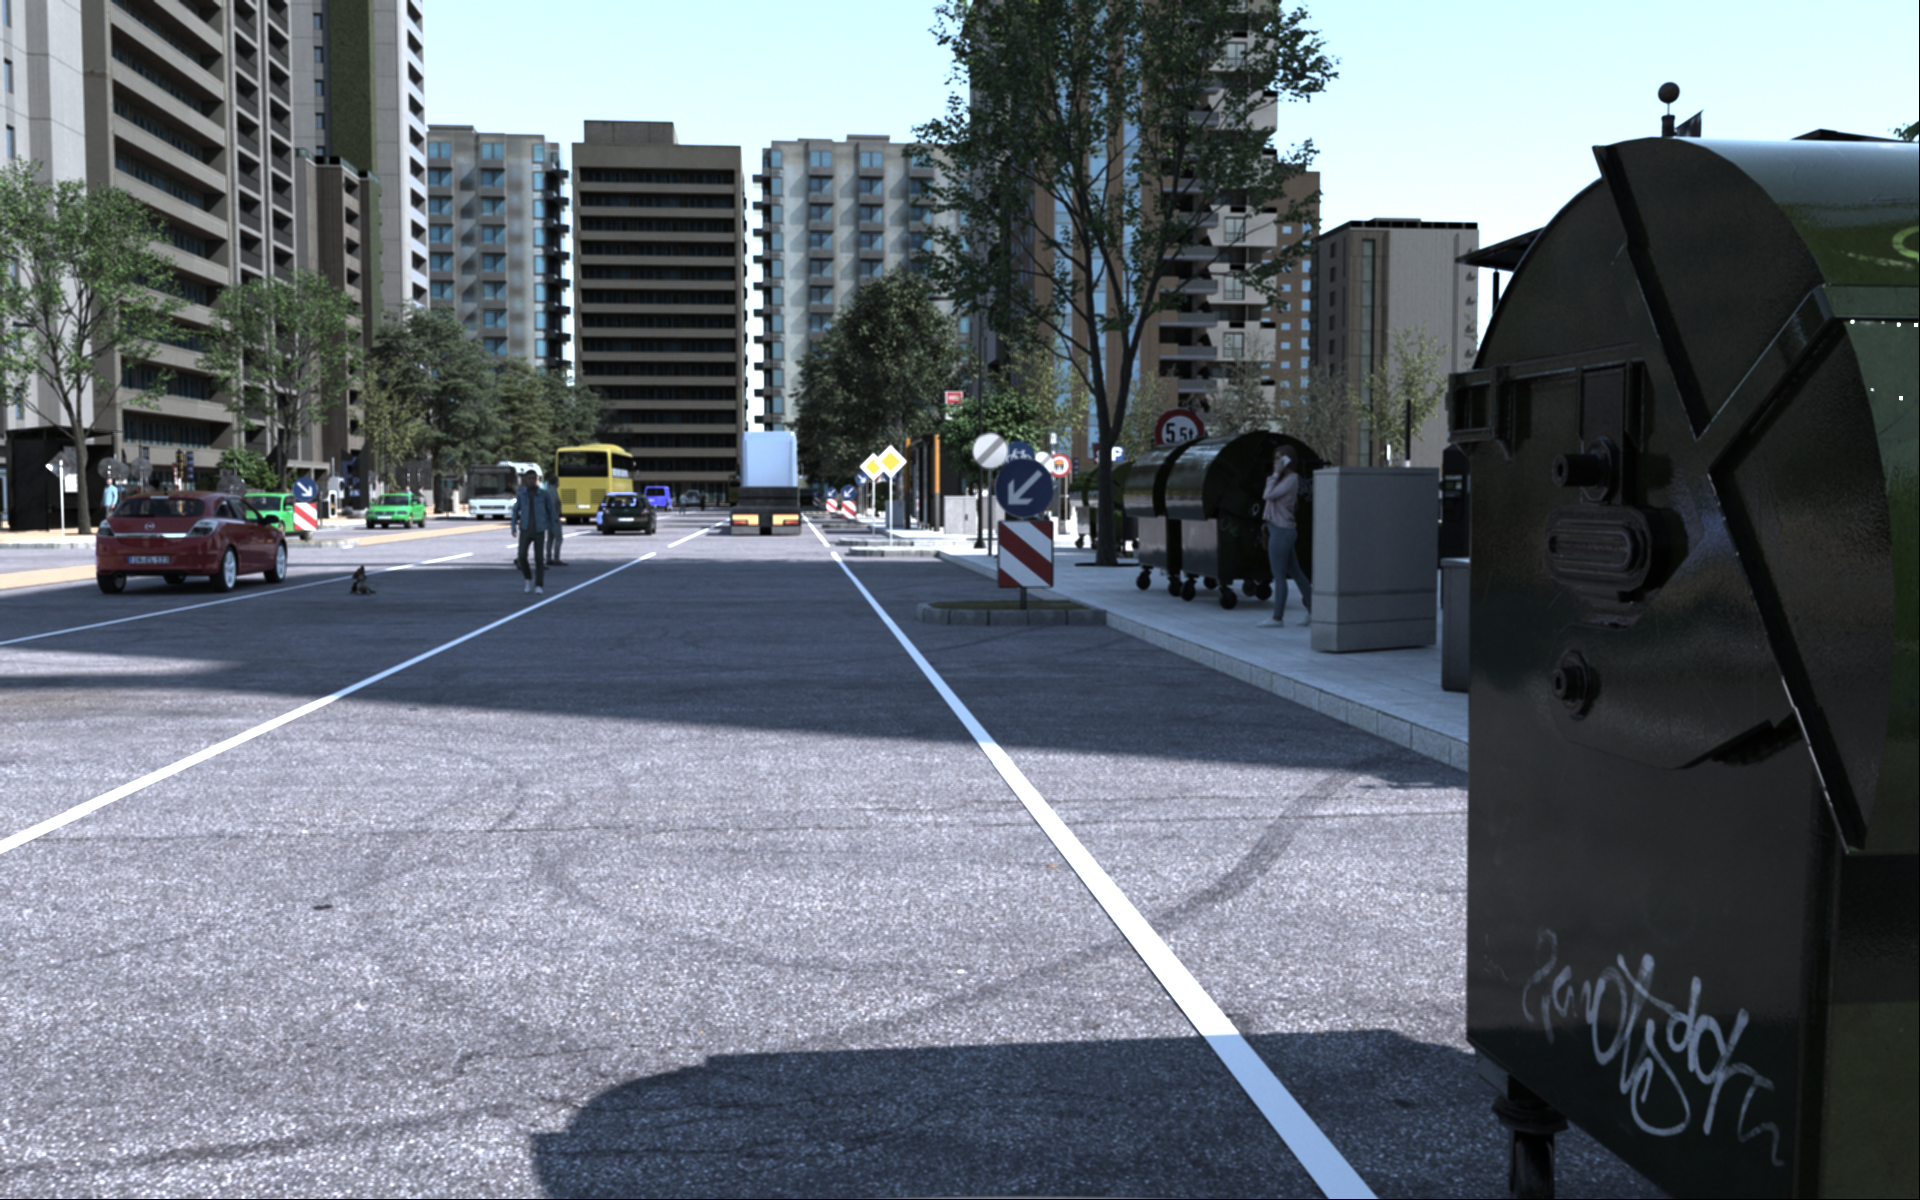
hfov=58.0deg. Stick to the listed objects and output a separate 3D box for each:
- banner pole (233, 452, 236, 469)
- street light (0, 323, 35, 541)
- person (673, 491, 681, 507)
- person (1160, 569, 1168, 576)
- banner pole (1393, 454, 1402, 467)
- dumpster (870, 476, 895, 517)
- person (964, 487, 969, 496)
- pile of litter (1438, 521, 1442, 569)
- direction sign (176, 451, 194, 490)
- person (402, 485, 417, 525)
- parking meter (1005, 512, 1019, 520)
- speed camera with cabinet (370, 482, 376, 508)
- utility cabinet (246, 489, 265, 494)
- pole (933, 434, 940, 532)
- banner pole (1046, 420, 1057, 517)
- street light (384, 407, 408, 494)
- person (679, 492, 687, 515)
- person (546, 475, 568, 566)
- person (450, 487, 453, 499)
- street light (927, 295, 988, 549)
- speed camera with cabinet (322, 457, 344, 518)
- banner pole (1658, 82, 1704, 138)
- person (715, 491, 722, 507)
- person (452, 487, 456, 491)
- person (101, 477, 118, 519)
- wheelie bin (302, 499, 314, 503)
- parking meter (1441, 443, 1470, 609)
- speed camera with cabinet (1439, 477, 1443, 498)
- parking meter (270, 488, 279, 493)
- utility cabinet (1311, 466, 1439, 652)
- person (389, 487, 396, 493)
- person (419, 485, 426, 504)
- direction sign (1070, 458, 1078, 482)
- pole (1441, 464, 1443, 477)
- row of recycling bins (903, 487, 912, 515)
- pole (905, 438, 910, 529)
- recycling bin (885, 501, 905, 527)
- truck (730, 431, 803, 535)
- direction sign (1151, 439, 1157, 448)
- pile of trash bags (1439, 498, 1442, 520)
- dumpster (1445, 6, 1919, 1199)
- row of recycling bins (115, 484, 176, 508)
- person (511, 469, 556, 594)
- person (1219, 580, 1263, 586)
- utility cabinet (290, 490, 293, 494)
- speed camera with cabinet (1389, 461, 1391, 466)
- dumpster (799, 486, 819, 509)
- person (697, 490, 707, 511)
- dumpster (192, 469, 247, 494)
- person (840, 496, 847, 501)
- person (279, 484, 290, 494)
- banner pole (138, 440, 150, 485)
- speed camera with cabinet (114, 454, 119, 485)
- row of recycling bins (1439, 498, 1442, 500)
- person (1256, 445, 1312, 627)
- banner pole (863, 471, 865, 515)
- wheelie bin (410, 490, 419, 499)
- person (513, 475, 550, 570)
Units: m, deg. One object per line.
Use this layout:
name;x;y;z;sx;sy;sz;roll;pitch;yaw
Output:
banner pole;-43.351;-6.950;103.649;0.401;3.779;0.863;-1;4;-13
street light;-25.759;-4.555;47.022;1.470;5.913;1.316;0;4;-6
person;-31.034;-11.130;190.612;1.348;1.807;0.705;0;4;6
person;3.244;-1.017;27.362;0.352;1.250;0.332;-2;4;-30
banner pole;27.390;-7.237;108.345;0.401;3.779;0.863;-3;4;-38
dumpster;-4.171;-5.692;95.563;1.502;2.255;1.985;0;4;-6
person;0.490;-6.820;118.106;0.362;1.759;0.519;-1;4;-10
pile of litter;8.058;-0.979;29.965;1.719;0.858;1.176;0;4;8
direction sign;-41.049;-6.104;91.791;0.379;3.537;0.876;3;5;43
person;-25.654;-4.427;80.745;0.748;1.841;0.638;-1;4;-20
parking meter;1.237;-2.103;40.097;0.399;1.863;0.255;2;4;28
speed camera with cabinet;-32.340;-6.110;94.234;0.660;3.252;2.038;0;4;-4
utility cabinet;-33.437;-4.470;81.755;1.173;1.500;0.318;-1;4;-9
pole;-0.796;-3.971;58.766;0.158;3.312;0.155;0;3;0
banner pole;3.098;-4.216;58.956;0.401;3.779;0.863;2;4;33
street light;-30.267;-7.364;92.949;1.470;5.913;1.316;0;4;-6
person;-18.736;-6.538;117.208;0.589;1.601;0.330;0;4;-1
person;-8.183;-1.604;34.826;0.391;1.810;0.635;-2;4;-34
person;-40.535;-8.070;138.129;0.705;1.807;1.348;-1;4;-18
street light;-0.062;-4.169;40.705;1.470;5.913;1.316;0;4;-6
speed camera with cabinet;-33.664;-6.021;92.785;0.660;3.252;2.038;0;4;2
banner pole;4.284;-1.247;10.404;0.401;3.779;0.863;0;4;6
person;-27.150;-11.370;194.482;0.705;1.814;1.350;-3;5;-42
person;-39.326;-7.874;134.785;0.705;1.823;1.348;-2;4;-33
person;-28.066;-3.145;57.326;0.638;1.841;0.748;3;5;41
wheelie bin;-30.979;-4.532;82.006;0.693;1.594;0.980;0;4;8
parking meter;5.563;-0.834;19.352;0.255;1.863;0.399;3;4;36
speed camera with cabinet;26.068;-6.188;95.513;2.038;3.252;0.660;3;4;36
parking meter;-30.065;-4.134;75.997;0.372;1.533;0.369;0;3;0
utility cabinet;3.416;-0.342;14.265;1.173;1.500;0.318;-2;4;-34
person;-45.039;-8.042;137.486;1.348;1.831;0.705;-1;4;-18
person;-32.341;-5.992;104.195;0.466;1.800;0.511;-2;4;-29
direction sign;7.011;-7.121;108.422;0.876;3.537;0.379;-1;4;-23
pole;32.550;-7.517;116.741;0.158;3.312;0.155;0;3;0
row of recycling bins;-2.891;-6.100;106.848;1.069;1.692;3.534;1;4;12
pole;-1.909;-4.238;63.141;0.158;3.312;0.155;0;3;0
recycling bin;-2.540;-3.356;67.430;0.722;1.027;0.722;0;4;-6
truck;-7.600;-4.814;68.461;2.967;4.110;18.799;0;4;-6
direction sign;8.018;-4.804;70.539;0.379;3.537;0.876;-2;4;-26
pile of trash bags;22.817;-4.595;84.874;3.447;1.369;1.912;-2;4;-32
dumpster;1.961;0.123;2.944;1.985;2.255;1.502;0;4;-7
row of recycling bins;-33.650;-3.882;70.577;3.534;1.692;1.069;0;4;1
person;-6.129;-0.981;24.884;0.601;1.785;0.444;0;4;-4
person;3.887;-1.098;24.264;0.850;1.792;0.678;-2;4;-28
utility cabinet;-34.047;-4.938;89.418;0.318;1.500;1.173;1;4;22
speed camera with cabinet;25.867;-6.642;102.932;0.660;3.252;2.038;0;3;0
dumpster;-14.685;-10.022;168.802;1.985;2.255;1.502;0;4;-5
person;-21.614;-8.306;145.032;1.217;1.736;0.721;3;5;40
dumpster;-28.438;-3.914;66.485;1.502;2.255;1.985;0;4;-6
person;-12.816;-11.489;193.964;1.350;1.814;0.705;2;4;27
person;-34.100;-4.975;87.288;0.836;1.842;0.656;1;4;11
banner pole;-37.925;-5.536;80.528;0.401;3.779;0.863;1;4;11
speed camera with cabinet;-41.774;-5.619;86.205;0.660;3.252;2.038;0;4;8
row of recycling bins;31.879;-6.546;114.138;1.069;1.692;3.534;-1;4;-8
person;3.188;-0.616;16.701;0.643;1.750;0.593;1;4;10
banner pole;-5.698;-6.960;103.810;0.401;3.779;0.863;-1;4;-16
wheelie bin;-37.922;-6.861;120.079;0.980;1.594;0.693;-3;5;-43
person;-8.135;-1.488;32.858;0.654;1.822;0.581;0;3;0
